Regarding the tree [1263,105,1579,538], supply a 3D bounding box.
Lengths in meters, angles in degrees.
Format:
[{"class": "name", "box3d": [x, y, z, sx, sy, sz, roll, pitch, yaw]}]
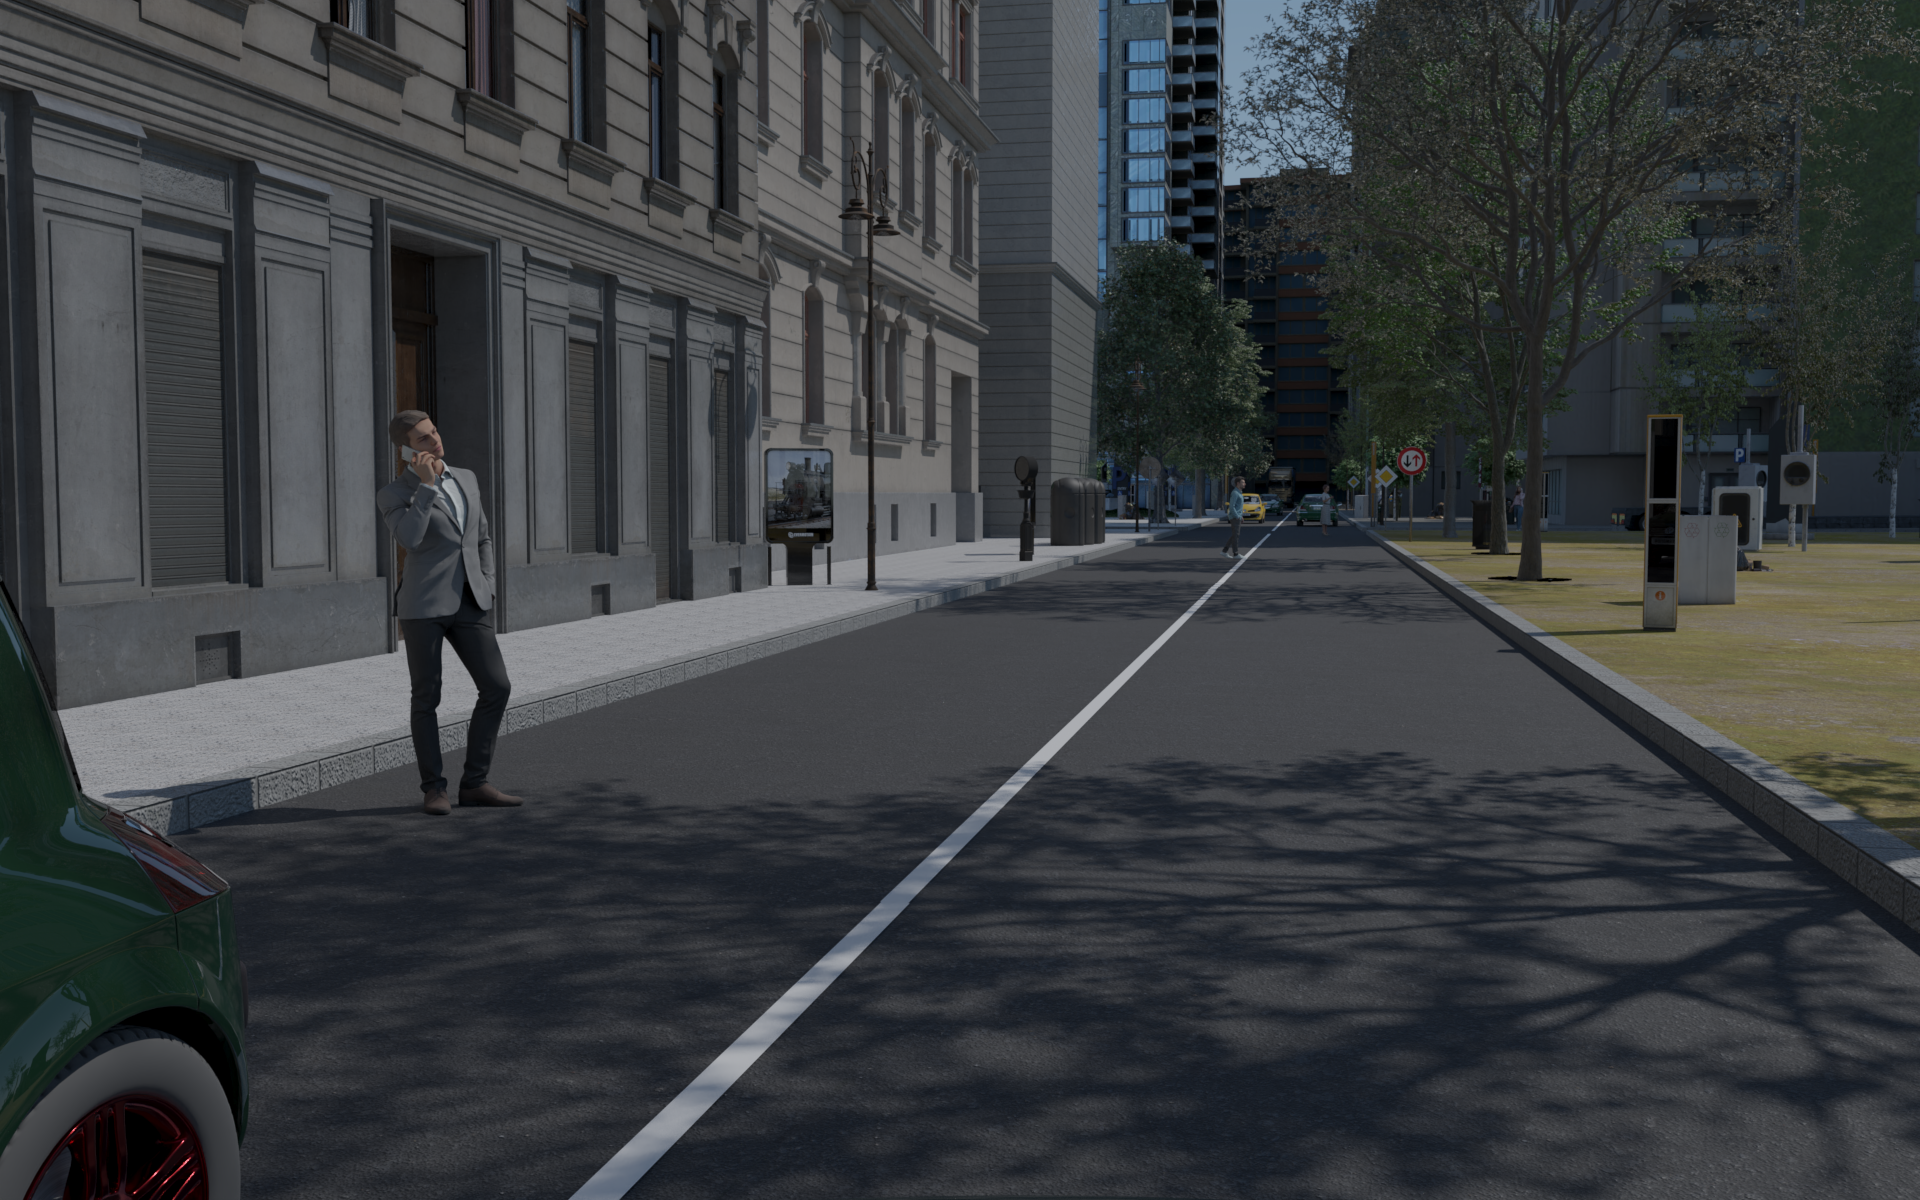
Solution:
[{"class": "tree", "box3d": [14.050, -8.121, 50.902, 7.486, 12.596, 7.792, 0, 3, 0]}]

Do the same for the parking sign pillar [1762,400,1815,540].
[{"class": "parking sign pillar", "box3d": [23.339, -3.691, 48.821, 1.447, 3.967, 1.447, 0, 4, -7]}]

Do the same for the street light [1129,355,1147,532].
[{"class": "street light", "box3d": [5.931, -5.201, 57.816, 0.468, 5.910, 1.993, 1, 4, 11]}]

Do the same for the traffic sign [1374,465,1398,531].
[{"class": "traffic sign", "box3d": [14.730, -3.441, 59.909, 0.795, 2.450, 0.064, 1, 4, 11]}]

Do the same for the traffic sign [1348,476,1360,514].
[{"class": "traffic sign", "box3d": [24.750, -6.589, 108.915, 0.795, 2.450, 0.064, 1, 4, 17]}]

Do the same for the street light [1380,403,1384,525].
[{"class": "street light", "box3d": [17.277, -5.987, 70.674, 0.468, 5.910, 1.993, 1, 4, 11]}]

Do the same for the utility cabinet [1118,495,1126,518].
[{"class": "utility cabinet", "box3d": [8.564, -4.921, 91.628, 0.306, 1.237, 1.020, 1, 4, 15]}]

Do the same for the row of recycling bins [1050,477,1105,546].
[{"class": "row of recycling bins", "box3d": [3.073, -2.273, 44.281, 1.069, 1.692, 3.534, 1, 4, 16]}]

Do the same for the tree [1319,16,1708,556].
[{"class": "tree", "box3d": [11.478, -6.768, 36.411, 9.928, 11.665, 9.643, 0, 3, 0]}]

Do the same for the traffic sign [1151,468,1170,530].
[{"class": "traffic sign", "box3d": [7.045, -3.537, 61.479, 0.795, 2.450, 0.064, 1, 4, 11]}]

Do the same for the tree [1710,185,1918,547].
[{"class": "tree", "box3d": [20.492, -5.596, 41.865, 4.360, 8.622, 3.978, 0, 3, 0]}]

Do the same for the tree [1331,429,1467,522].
[{"class": "tree", "box3d": [20.539, -5.961, 81.181, 4.285, 4.588, 4.351, 0, 3, 0]}]

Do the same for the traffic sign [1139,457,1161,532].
[{"class": "traffic sign", "box3d": [6.471, -3.610, 59.133, 0.768, 2.556, 0.104, 1, 4, 20]}]

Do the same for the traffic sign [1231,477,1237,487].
[{"class": "traffic sign", "box3d": [20.381, -7.814, 127.865, 0.768, 2.556, 0.104, 1, 4, 21]}]

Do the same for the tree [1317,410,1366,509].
[{"class": "tree", "box3d": [33.385, -12.205, 149.908, 4.360, 8.622, 3.978, 0, 3, 0]}]

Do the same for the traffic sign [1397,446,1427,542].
[{"class": "traffic sign", "box3d": [12.094, -2.832, 46.417, 0.768, 2.556, 0.104, 1, 4, 12]}]

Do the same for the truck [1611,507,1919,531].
[{"class": "truck", "box3d": [32.549, -4.277, 59.690, 18.799, 4.110, 2.967, 1, 4, 10]}]

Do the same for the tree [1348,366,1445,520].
[{"class": "tree", "box3d": [22.102, -8.342, 86.758, 4.737, 8.622, 4.395, 0, 3, 0]}]

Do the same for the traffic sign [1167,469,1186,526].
[{"class": "traffic sign", "box3d": [8.629, -4.016, 69.306, 0.795, 2.450, 0.064, 1, 4, 11]}]

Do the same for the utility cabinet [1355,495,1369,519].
[{"class": "utility cabinet", "box3d": [21.149, -4.900, 91.278, 0.306, 1.237, 1.020, -1, 4, -14]}]

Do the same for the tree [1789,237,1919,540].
[{"class": "tree", "box3d": [27.804, -6.155, 50.992, 4.360, 8.622, 3.978, 0, 3, 0]}]

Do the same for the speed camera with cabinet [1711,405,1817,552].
[{"class": "speed camera with cabinet", "box3d": [18.046, -2.723, 38.857, 2.038, 3.252, 0.660, 2, 4, 31]}]

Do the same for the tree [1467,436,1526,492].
[{"class": "tree", "box3d": [25.967, -6.131, 83.961, 4.285, 4.588, 4.351, 0, 3, 0]}]

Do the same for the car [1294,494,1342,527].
[{"class": "car", "box3d": [16.131, -4.053, 78.067, 2.131, 1.459, 4.920, 1, 4, 12]}]

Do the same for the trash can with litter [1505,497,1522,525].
[{"class": "trash can with litter", "box3d": [23.253, -3.749, 72.689, 1.055, 1.170, 0.624, -1, 4, -10]}]

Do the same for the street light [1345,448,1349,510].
[{"class": "street light", "box3d": [31.497, -10.285, 140.946, 0.468, 5.910, 1.993, 1, 4, 11]}]

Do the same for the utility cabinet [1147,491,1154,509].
[{"class": "utility cabinet", "box3d": [12.757, -6.465, 114.389, 0.318, 1.500, 1.173, 3, 4, 39]}]

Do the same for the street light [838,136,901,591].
[{"class": "street light", "box3d": [-1.179, -3.064, 22.888, 0.468, 5.910, 1.993, 1, 4, 11]}]

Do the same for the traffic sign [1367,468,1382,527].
[{"class": "traffic sign", "box3d": [16.314, -3.920, 67.736, 0.795, 2.450, 0.064, 1, 4, 11]}]

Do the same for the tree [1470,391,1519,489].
[{"class": "tree", "box3d": [30.255, -8.810, 94.408, 4.360, 8.622, 3.978, 0, 3, 0]}]

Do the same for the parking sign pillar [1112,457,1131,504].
[{"class": "parking sign pillar", "box3d": [11.498, -8.254, 123.433, 1.447, 3.967, 1.447, 2, 4, 35]}]

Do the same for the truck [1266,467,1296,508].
[{"class": "truck", "box3d": [33.657, -11.754, 181.091, 2.839, 4.237, 11.283, 1, 4, 13]}]

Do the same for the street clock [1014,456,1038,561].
[{"class": "street clock", "box3d": [1.262, -1.743, 33.064, 0.358, 2.002, 0.471, -2, 4, -35]}]

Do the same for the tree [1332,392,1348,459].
[{"class": "tree", "box3d": [23.037, -8.850, 95.057, 4.737, 8.622, 4.395, 0, 3, 0]}]

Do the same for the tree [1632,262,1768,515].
[{"class": "tree", "box3d": [23.820, -6.436, 55.589, 4.737, 8.622, 4.395, 0, 3, 0]}]

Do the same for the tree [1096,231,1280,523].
[{"class": "tree", "box3d": [8.638, -9.710, 75.762, 9.611, 12.733, 9.660, 0, 3, 0]}]

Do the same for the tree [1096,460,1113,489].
[{"class": "tree", "box3d": [11.233, -9.774, 143.524, 4.285, 4.588, 4.351, 0, 3, 0]}]

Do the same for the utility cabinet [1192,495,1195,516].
[{"class": "utility cabinet", "box3d": [14.272, -5.665, 103.778, 0.306, 1.237, 1.020, 2, 4, 34]}]

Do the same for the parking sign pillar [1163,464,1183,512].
[{"class": "parking sign pillar", "box3d": [15.611, -8.471, 126.981, 1.447, 3.967, 1.447, 0, 3, 0]}]

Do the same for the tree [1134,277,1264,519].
[{"class": "tree", "box3d": [12.461, -10.568, 90.918, 7.486, 12.596, 7.792, 0, 3, 0]}]

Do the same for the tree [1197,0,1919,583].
[{"class": "tree", "box3d": [8.595, -7.032, 25.345, 12.009, 13.543, 11.850, 0, 3, 0]}]

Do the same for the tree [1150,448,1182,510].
[{"class": "tree", "box3d": [14.189, -10.298, 118.739, 4.737, 8.622, 4.395, 0, 3, 0]}]

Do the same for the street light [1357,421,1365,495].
[{"class": "street light", "box3d": [24.556, -8.149, 106.023, 0.468, 5.910, 1.993, 1, 4, 11]}]
